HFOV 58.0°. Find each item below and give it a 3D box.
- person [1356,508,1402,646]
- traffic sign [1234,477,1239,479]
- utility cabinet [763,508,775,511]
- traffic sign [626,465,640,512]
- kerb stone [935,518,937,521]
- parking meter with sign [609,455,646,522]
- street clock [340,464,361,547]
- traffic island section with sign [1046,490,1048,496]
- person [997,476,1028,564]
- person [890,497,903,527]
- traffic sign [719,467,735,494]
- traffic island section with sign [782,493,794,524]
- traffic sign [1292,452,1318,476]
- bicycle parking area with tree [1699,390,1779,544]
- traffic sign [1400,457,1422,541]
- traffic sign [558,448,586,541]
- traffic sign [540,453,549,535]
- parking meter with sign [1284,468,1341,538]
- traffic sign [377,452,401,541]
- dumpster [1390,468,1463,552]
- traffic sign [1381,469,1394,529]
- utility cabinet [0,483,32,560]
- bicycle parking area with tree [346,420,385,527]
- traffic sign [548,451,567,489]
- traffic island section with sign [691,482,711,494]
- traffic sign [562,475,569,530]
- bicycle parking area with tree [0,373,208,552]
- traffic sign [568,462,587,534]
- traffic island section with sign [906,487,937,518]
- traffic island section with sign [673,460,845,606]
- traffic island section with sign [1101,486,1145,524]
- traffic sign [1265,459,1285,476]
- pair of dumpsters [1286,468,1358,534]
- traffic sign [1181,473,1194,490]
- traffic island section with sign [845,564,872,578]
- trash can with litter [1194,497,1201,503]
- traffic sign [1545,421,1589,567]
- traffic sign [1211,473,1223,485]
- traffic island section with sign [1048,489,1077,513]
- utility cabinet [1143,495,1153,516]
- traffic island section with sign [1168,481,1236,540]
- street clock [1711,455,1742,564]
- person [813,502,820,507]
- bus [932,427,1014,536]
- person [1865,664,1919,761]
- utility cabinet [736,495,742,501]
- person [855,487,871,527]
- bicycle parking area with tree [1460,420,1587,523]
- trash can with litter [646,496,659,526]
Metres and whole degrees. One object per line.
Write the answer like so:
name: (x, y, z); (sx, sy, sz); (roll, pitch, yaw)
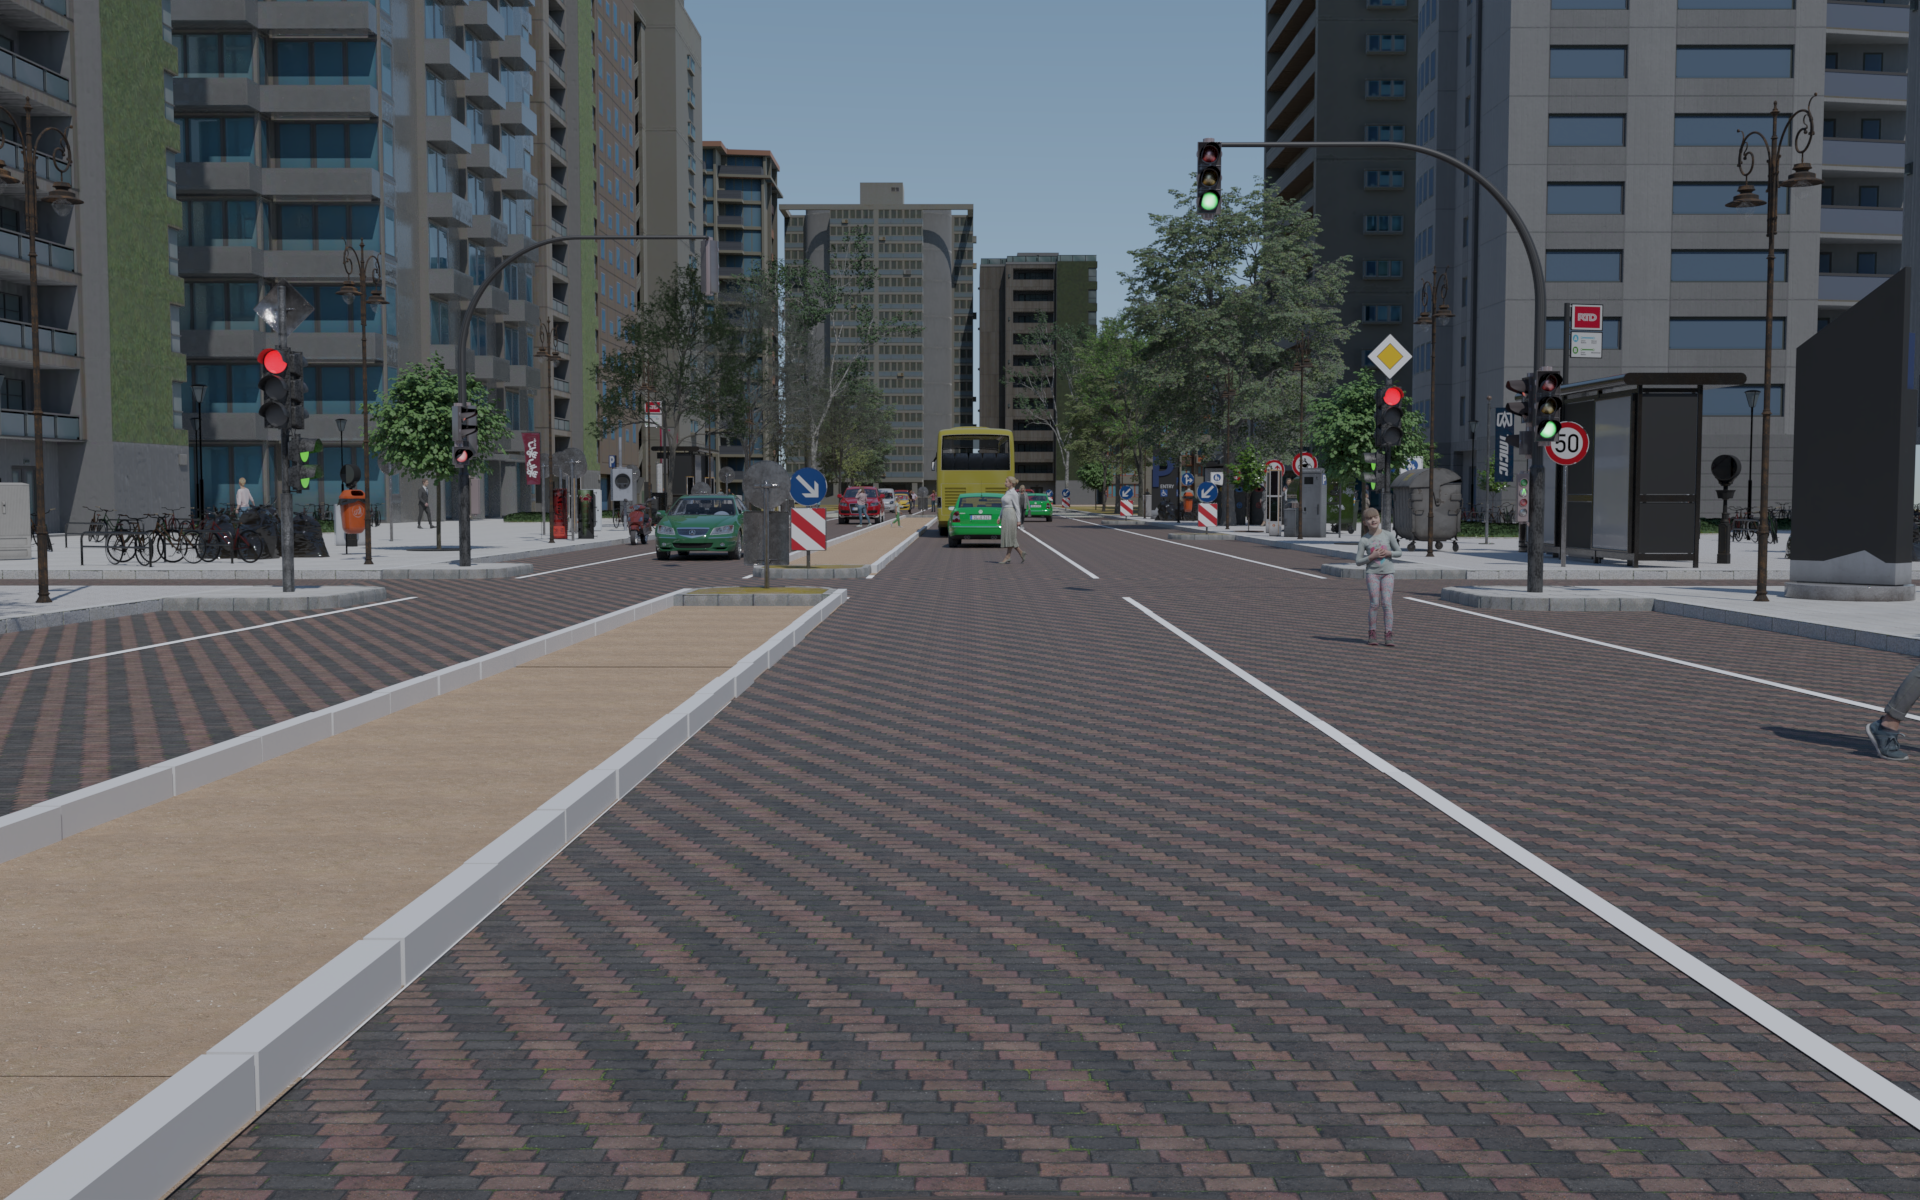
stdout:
person: (3.984, -0.222, 16.411); (0.425, 1.301, 0.394); (-1, 4, -8)
traffic sign: (12.578, -4.882, 79.933); (0.768, 2.556, 0.104); (1, 4, 9)
utility cabinet: (-11.471, -5.678, 103.993); (0.306, 1.237, 1.020); (-2, 4, -32)
traffic sign: (-14.183, -4.564, 74.729); (0.768, 2.556, 0.104); (0, 4, 1)
kerb stone: (-1.330, -3.842, 85.005); (0.120, 0.150, 1.000); (0, 4, 0)
parking meter with sign: (-15.014, -5.033, 78.551); (1.738, 3.016, 0.543); (-3, 5, -42)
street clock: (-14.818, -2.298, 42.149); (0.471, 2.002, 0.358); (2, 4, 25)
traffic island section with sign: (8.127, -9.278, 160.317); (1.989, 1.847, 2.006); (0, 4, 0)
person: (1.084, -1.644, 35.610); (0.641, 1.798, 0.478); (-1, 4, -13)
person: (-2.717, -3.754, 74.128); (0.590, 1.304, 0.306); (-2, 4, -23)
traffic sign: (-10.842, -4.919, 80.535); (0.768, 2.556, 0.104); (0, 4, 3)
traffic island section with sign: (-8.222, -4.556, 83.114); (1.989, 1.847, 2.006); (0, 4, 0)
traffic sign: (10.445, -3.206, 52.532); (0.768, 2.556, 0.104); (1, 4, 9)
bicycle parking area with tree: (24.377, -3.701, 47.508); (8.231, 4.147, 9.016); (1, 4, 17)
traffic sign: (12.273, -2.755, 47.166); (0.606, 2.300, 0.079); (1, 4, 8)
traffic sign: (-10.617, -2.895, 47.438); (0.768, 2.556, 0.104); (0, 4, 1)
traffic sign: (-13.004, -3.301, 54.082); (0.768, 2.556, 0.104); (0, 4, 8)
parking meter with sign: (10.413, -3.348, 51.004); (1.738, 3.016, 0.543); (2, 4, 34)
traffic sign: (-15.394, -2.858, 46.832); (0.768, 2.556, 0.104); (1, 4, 9)
dumpster: (10.543, -2.041, 39.123); (1.264, 1.857, 1.865); (0, 4, 0)
traffic sign: (12.735, -3.183, 52.151); (0.768, 2.556, 0.104); (1, 4, 9)
utility cabinet: (-18.585, -1.511, 33.382); (0.318, 1.500, 1.173); (3, 4, 37)
bicycle parking area with tree: (-26.110, -4.795, 65.403); (8.231, 4.147, 9.016); (0, 4, 2)
traffic sign: (-11.935, -3.161, 51.781); (0.768, 2.556, 0.104); (0, 4, 3)
traffic island section with sign: (-8.354, -2.890, 55.880); (1.989, 1.847, 2.006); (0, 4, 0)
traffic sign: (-13.870, -3.732, 61.131); (0.768, 2.556, 0.104); (0, 4, 7)
bicycle parking area with tree: (-21.230, -3.430, 43.082); (8.231, 4.147, 9.016); (-3, 5, -42)
traffic sign: (-12.399, -3.412, 55.890); (0.768, 2.556, 0.104); (0, 4, 5)
traffic island section with sign: (-2.278, -5.953, 105.464); (2.006, 1.907, 1.989); (0, 4, 0)
traffic island section with sign: (-2.636, -0.904, 22.919); (2.006, 1.907, 1.989); (0, 4, 0)
traffic island section with sign: (7.789, -4.543, 82.906); (1.989, 1.847, 2.006); (0, 4, 0)
traffic sign: (11.572, -3.901, 63.883); (0.768, 2.556, 0.104); (0, 4, 1)
pair of dumpsters: (12.003, -3.360, 57.424); (1.574, 2.255, 4.437); (0, 4, 0)
traffic sign: (13.644, -6.348, 103.887); (0.768, 2.556, 0.104); (0, 4, 4)
traffic island section with sign: (-2.595, -1.357, 30.326); (2.006, 1.907, 1.989); (0, 4, 0)
trash can with litter: (12.700, -4.916, 91.763); (1.055, 1.170, 0.624); (2, 4, 29)
traffic sign: (10.618, -1.853, 30.399); (0.768, 2.556, 0.104); (0, 4, 3)
traffic sign: (12.093, -4.856, 81.525); (0.606, 2.300, 0.079); (0, 4, 8)
traffic island section with sign: (8.007, -7.628, 133.351); (1.989, 1.847, 2.006); (0, 4, 0)
utility cabinet: (10.902, -5.375, 99.041); (1.020, 1.237, 0.306); (2, 4, 32)
traffic island section with sign: (7.675, -2.850, 55.228); (1.989, 1.847, 2.006); (0, 4, 0)
street clock: (14.050, -1.666, 31.804); (0.471, 2.002, 0.358); (3, 5, 42)
person: (-7.421, -5.012, 90.460); (0.620, 1.820, 0.660); (0, 4, 8)
bus: (0.418, -4.325, 62.256); (2.896, 3.916, 12.252); (0, 4, -1)
person: (5.332, -0.058, 9.318); (0.748, 1.841, 0.638); (2, 4, 35)
utility cabinet: (-11.449, -4.663, 87.398); (0.306, 1.237, 1.020); (3, 4, 38)
person: (-4.224, -4.091, 75.972); (0.643, 1.750, 0.593); (2, 4, 34)
bicycle parking area with tree: (22.438, -4.953, 67.985); (8.231, 4.147, 9.016); (0, 4, -3)
trash can with litter: (-11.973, -3.556, 69.190); (2.233, 1.210, 1.678); (1, 4, 15)
